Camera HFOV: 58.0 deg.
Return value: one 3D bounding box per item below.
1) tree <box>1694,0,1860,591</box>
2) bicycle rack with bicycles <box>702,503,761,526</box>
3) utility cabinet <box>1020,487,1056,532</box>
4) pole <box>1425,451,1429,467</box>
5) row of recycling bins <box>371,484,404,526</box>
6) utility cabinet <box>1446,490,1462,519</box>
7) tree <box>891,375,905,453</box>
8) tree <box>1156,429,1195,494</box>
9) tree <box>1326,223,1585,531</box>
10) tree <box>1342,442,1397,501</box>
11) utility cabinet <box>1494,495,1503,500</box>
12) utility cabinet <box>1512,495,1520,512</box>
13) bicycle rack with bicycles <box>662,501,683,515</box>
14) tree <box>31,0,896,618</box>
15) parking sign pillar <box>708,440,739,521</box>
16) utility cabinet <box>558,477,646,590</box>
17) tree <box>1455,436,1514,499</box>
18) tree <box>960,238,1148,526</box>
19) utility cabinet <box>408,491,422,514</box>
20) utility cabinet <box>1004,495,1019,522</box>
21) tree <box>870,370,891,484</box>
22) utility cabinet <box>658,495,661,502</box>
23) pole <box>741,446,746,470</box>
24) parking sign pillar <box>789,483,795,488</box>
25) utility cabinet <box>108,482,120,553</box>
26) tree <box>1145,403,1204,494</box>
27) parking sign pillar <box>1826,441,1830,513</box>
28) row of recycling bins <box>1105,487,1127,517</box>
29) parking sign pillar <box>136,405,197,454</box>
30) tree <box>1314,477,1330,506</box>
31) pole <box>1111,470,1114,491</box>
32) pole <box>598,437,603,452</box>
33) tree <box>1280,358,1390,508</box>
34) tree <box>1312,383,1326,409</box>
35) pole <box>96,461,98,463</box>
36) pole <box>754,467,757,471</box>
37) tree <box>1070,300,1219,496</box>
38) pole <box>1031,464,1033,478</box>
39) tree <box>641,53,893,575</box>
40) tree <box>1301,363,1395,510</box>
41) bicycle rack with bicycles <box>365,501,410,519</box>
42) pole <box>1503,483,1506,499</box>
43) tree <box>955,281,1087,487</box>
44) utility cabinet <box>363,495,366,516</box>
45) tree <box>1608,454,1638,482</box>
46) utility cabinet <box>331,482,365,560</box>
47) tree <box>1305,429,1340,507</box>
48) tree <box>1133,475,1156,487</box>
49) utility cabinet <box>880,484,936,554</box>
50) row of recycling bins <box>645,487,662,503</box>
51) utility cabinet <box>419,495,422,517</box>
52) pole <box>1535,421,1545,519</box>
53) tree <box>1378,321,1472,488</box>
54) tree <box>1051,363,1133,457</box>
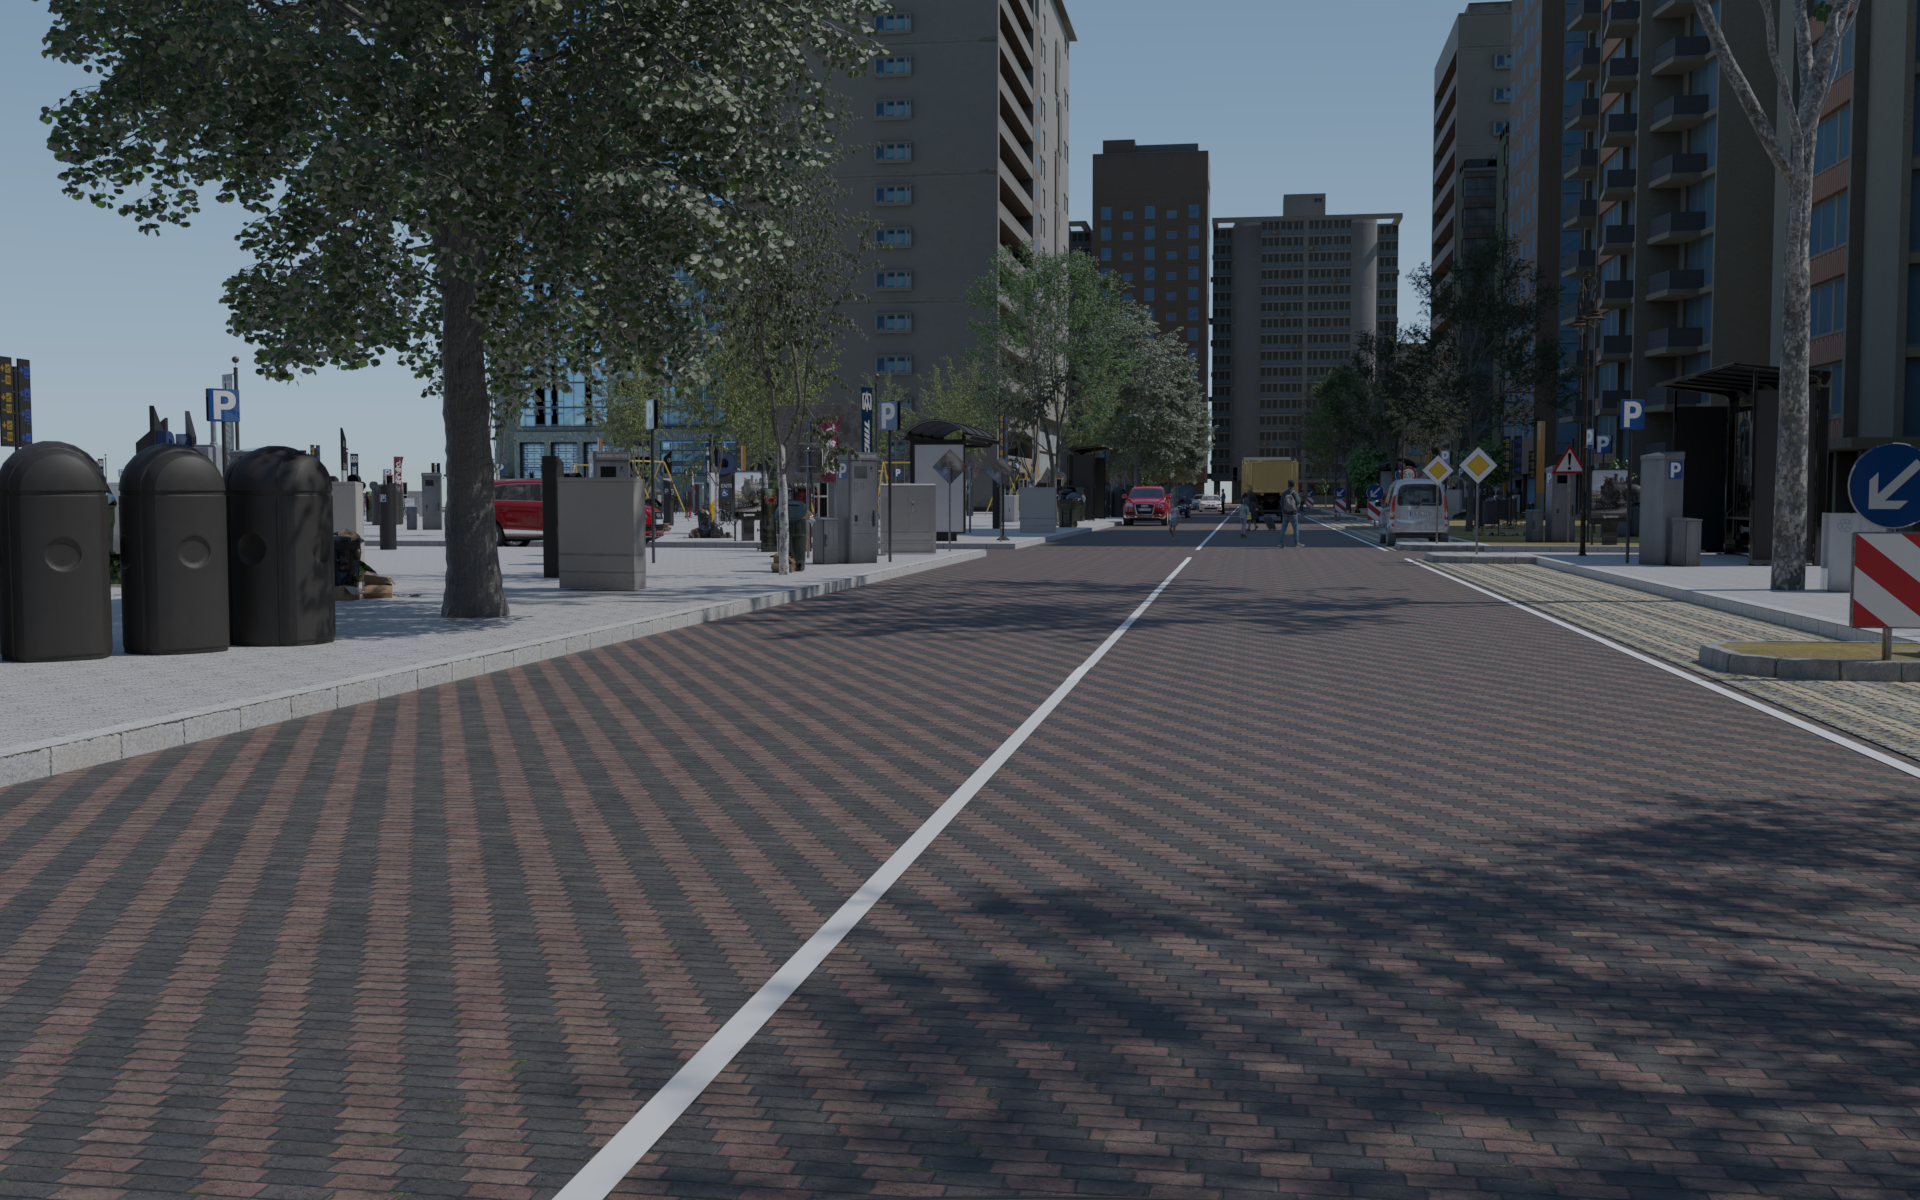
[{"bbox_3d":[10.072,-10.262,23.675,12.611,20.169,13.585,0,3,0],"label":"tree"},{"bbox_3d":[-9.402,-3.558,71.558,2.852,0.926,2.925,-1,4,-17],"label":"bicycle rack with bicycles"},{"bbox_3d":[2.576,-2.963,57.126,1.173,1.500,0.318,1,4,10],"label":"utility cabinet"},{"bbox_3d":[21.927,-5.352,81.344,0.158,3.312,0.155,0,3,0],"label":"pole"},{"bbox_3d":[-23.859,-3.989,72.331,1.069,1.692,3.534,-1,4,-10],"label":"row of recycling bins"},{"bbox_3d":[25.115,-4.900,88.794,1.173,1.500,0.318,3,5,40],"label":"utility cabinet"},{"bbox_3d":[-0.858,-9.010,97.668,4.737,8.622,4.395,0,3,0],"label":"tree"},{"bbox_3d":[20.301,-13.148,165.335,4.737,8.622,4.395,0,3,0],"label":"tree"},{"bbox_3d":[17.801,-7.629,59.145,7.601,10.594,8.767,0,4,-8],"label":"tree"},{"bbox_3d":[24.694,-7.396,104.634,4.285,4.588,4.351,0,3,0],"label":"tree"},{"bbox_3d":[34.939,-6.180,112.198,1.020,1.237,0.306,-3,5,-44],"label":"utility cabinet"},{"bbox_3d":[34.266,-5.855,106.895,0.306,1.237,1.020,0,4,2],"label":"utility cabinet"},{"bbox_3d":[-18.438,-5.808,108.339,2.852,0.926,2.925,-1,4,-14],"label":"bicycle rack with bicycles"},{"bbox_3d":[-5.053,-6.793,17.726,9.857,13.997,8.962,0,3,0],"label":"tree"},{"bbox_3d":[-11.193,-5.709,81.806,1.447,3.967,1.447,-2,4,-28],"label":"parking sign pillar"},{"bbox_3d":[-4.776,-0.884,23.125,1.173,1.500,0.318,1,4,22],"label":"utility cabinet"},{"bbox_3d":[29.451,-6.928,96.993,4.285,4.588,4.351,0,3,0],"label":"tree"},{"bbox_3d":[3.793,-8.813,69.850,9.928,11.665,9.643,0,3,0],"label":"tree"},{"bbox_3d":[-34.739,-6.240,110.703,1.173,1.500,0.318,0,4,-7],"label":"utility cabinet"},{"bbox_3d":[2.263,-4.172,79.372,0.306,1.237,1.020,-2,4,-35],"label":"utility cabinet"},{"bbox_3d":[-4.855,-9.289,102.241,4.737,8.622,4.395,0,3,0],"label":"tree"},{"bbox_3d":[-17.880,-5.527,101.531,0.306,1.237,1.020,-3,4,-38],"label":"utility cabinet"},{"bbox_3d":[-9.138,-4.851,73.153,0.158,3.312,0.155,0,3,0],"label":"pole"},{"bbox_3d":[-11.482,-8.239,123.186,1.447,3.967,1.447,-2,4,-33],"label":"parking sign pillar"},{"bbox_3d":[-15.807,-1.477,32.830,0.318,1.500,1.173,-3,5,-40],"label":"utility cabinet"},{"bbox_3d":[21.163,-14.810,176.550,7.601,10.594,8.767,-1,4,-12],"label":"tree"},{"bbox_3d":[25.636,-3.874,51.814,1.447,3.967,1.447,2,4,35],"label":"parking sign pillar"},{"bbox_3d":[7.477,-5.435,95.969,3.534,1.692,1.069,-1,4,-14],"label":"row of recycling bins"},{"bbox_3d":[-24.556,-3.970,53.388,1.447,3.967,1.447,-1,4,-11],"label":"parking sign pillar"},{"bbox_3d":[39.965,-12.056,191.719,1.663,3.219,1.824,0,3,0],"label":"tree"},{"bbox_3d":[10.655,-7.771,120.892,0.158,3.312,0.155,0,3,0],"label":"pole"},{"bbox_3d":[-12.965,-4.199,62.495,0.158,3.312,0.155,0,3,0],"label":"pole"},{"bbox_3d":[33.903,-14.997,155.575,12.009,13.543,11.850,0,3,0],"label":"tree"},{"bbox_3d":[22.770,-9.535,90.314,8.767,10.594,7.601,0,4,7],"label":"tree"},{"bbox_3d":[-53.231,-6.907,106.774,0.158,3.312,0.155,0,3,0],"label":"pole"},{"bbox_3d":[-14.597,-7.953,123.866,0.158,3.312,0.155,0,3,0],"label":"pole"},{"bbox_3d":[11.689,-12.616,112.935,9.857,13.997,8.962,0,3,0],"label":"tree"},{"bbox_3d":[4.797,-7.444,115.553,0.158,3.312,0.155,0,3,0],"label":"pole"},{"bbox_3d":[-2.888,-4.689,27.026,4.360,8.622,3.978,0,3,0],"label":"tree"},{"bbox_3d":[30.612,-12.861,136.025,9.928,11.665,9.643,0,3,0],"label":"tree"},{"bbox_3d":[-29.186,-4.582,88.293,2.852,0.926,2.925,0,4,4],"label":"bicycle rack with bicycles"},{"bbox_3d":[34.835,-7.150,110.746,0.158,3.312,0.155,0,3,0],"label":"pole"},{"bbox_3d":[2.296,-6.685,59.655,4.360,8.622,3.978,0,3,0],"label":"tree"},{"bbox_3d":[-40.036,-6.421,116.143,1.020,1.237,0.306,0,4,-7],"label":"utility cabinet"},{"bbox_3d":[31.545,-5.443,83.596,1.663,3.219,1.824,0,3,0],"label":"tree"},{"bbox_3d":[-11.254,-1.360,30.911,1.173,1.500,0.318,1,4,8],"label":"utility cabinet"},{"bbox_3d":[37.525,-13.957,178.553,4.737,8.622,4.395,0,3,0],"label":"tree"},{"bbox_3d":[14.055,-8.416,132.210,1.663,3.219,1.824,0,3,0],"label":"tree"},{"bbox_3d":[-1.104,-1.717,36.749,1.173,1.500,0.318,0,4,-6],"label":"utility cabinet"},{"bbox_3d":[-20.639,-6.712,116.858,1.069,1.692,3.534,-1,4,-12],"label":"row of recycling bins"},{"bbox_3d":[-30.368,-5.368,98.924,1.020,1.237,0.306,-1,4,-14],"label":"utility cabinet"},{"bbox_3d":[16.238,-3.341,48.471,0.158,3.312,0.155,0,3,0],"label":"pole"},{"bbox_3d":[19.689,-7.510,73.145,4.360,8.622,3.978,0,3,0],"label":"tree"},{"bbox_3d":[7.234,-8.793,94.122,4.737,8.622,4.395,0,3,0],"label":"tree"}]
